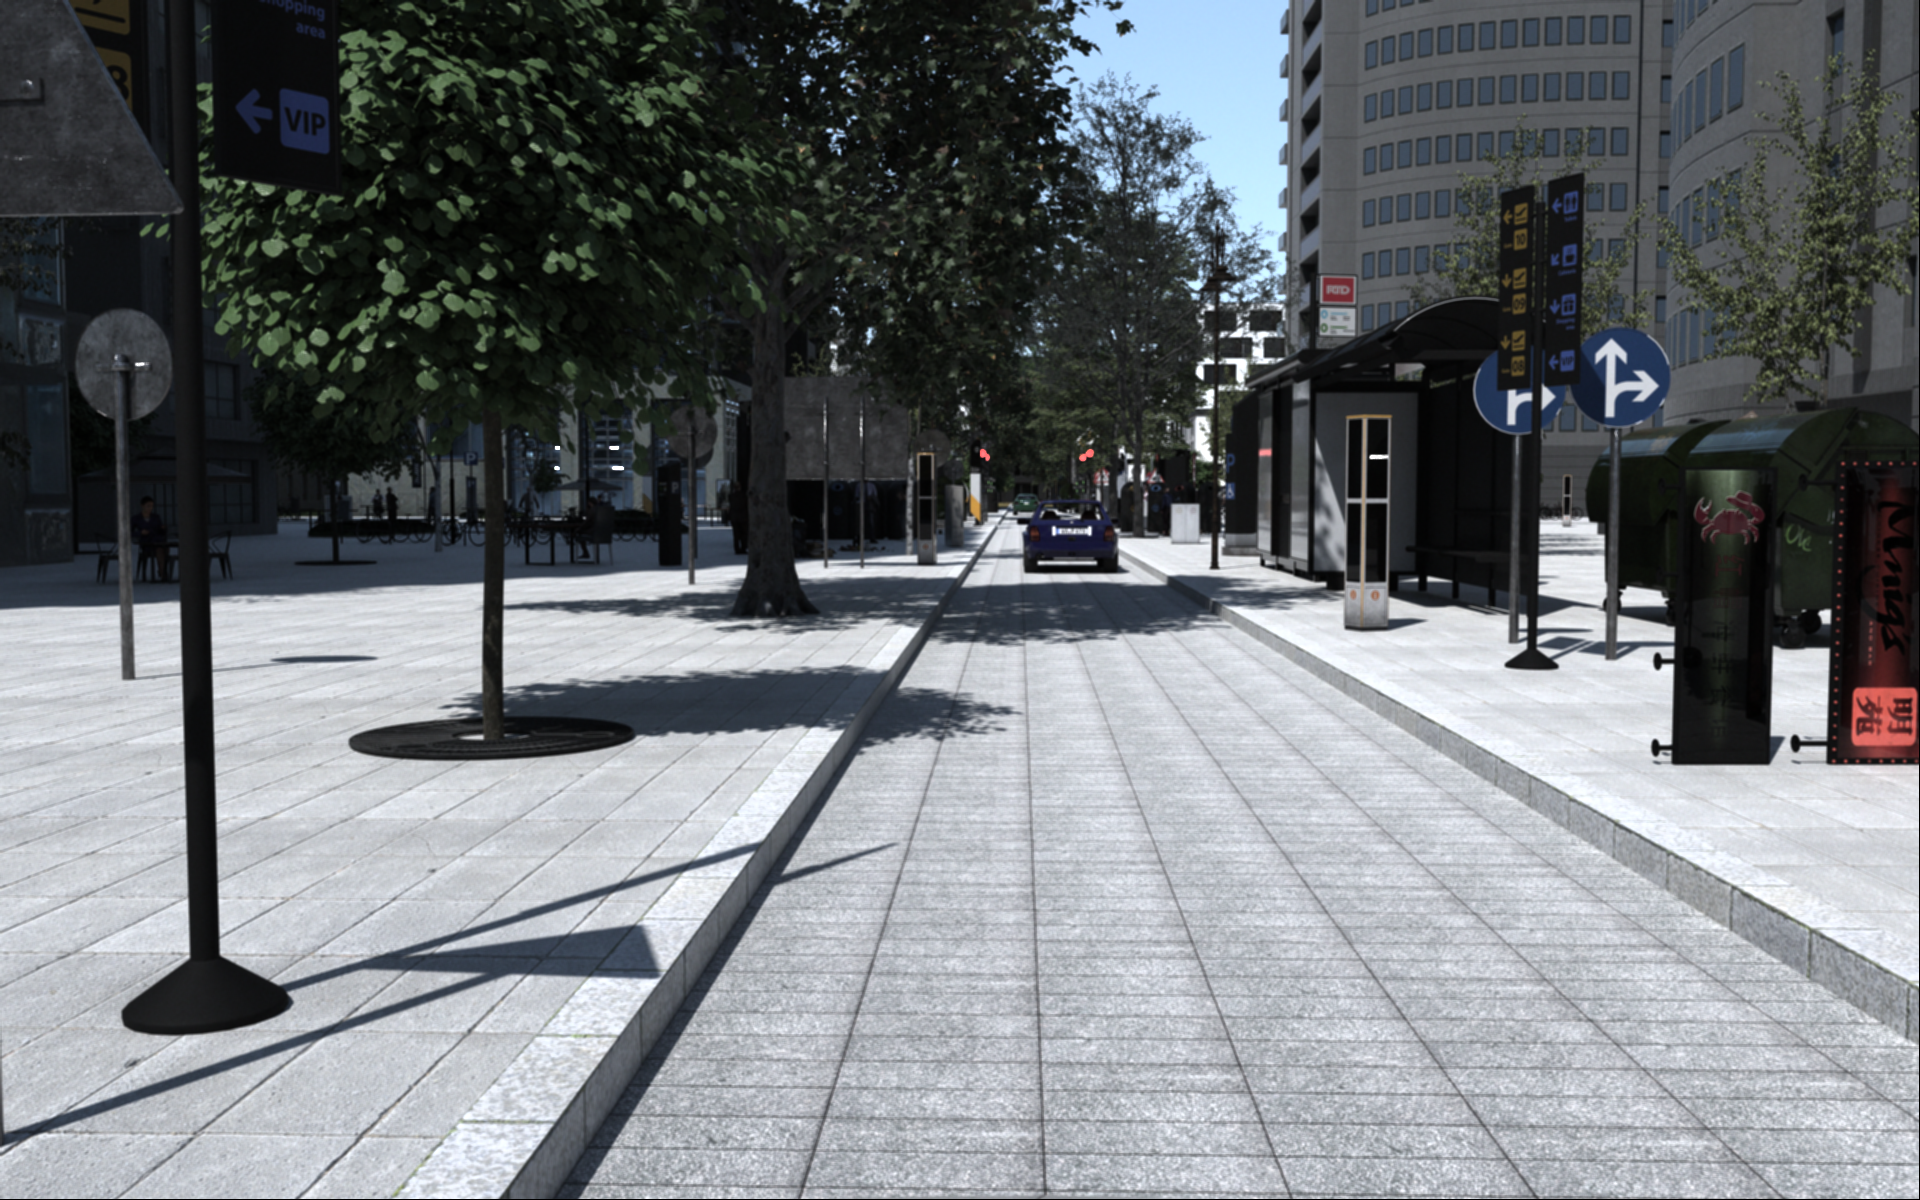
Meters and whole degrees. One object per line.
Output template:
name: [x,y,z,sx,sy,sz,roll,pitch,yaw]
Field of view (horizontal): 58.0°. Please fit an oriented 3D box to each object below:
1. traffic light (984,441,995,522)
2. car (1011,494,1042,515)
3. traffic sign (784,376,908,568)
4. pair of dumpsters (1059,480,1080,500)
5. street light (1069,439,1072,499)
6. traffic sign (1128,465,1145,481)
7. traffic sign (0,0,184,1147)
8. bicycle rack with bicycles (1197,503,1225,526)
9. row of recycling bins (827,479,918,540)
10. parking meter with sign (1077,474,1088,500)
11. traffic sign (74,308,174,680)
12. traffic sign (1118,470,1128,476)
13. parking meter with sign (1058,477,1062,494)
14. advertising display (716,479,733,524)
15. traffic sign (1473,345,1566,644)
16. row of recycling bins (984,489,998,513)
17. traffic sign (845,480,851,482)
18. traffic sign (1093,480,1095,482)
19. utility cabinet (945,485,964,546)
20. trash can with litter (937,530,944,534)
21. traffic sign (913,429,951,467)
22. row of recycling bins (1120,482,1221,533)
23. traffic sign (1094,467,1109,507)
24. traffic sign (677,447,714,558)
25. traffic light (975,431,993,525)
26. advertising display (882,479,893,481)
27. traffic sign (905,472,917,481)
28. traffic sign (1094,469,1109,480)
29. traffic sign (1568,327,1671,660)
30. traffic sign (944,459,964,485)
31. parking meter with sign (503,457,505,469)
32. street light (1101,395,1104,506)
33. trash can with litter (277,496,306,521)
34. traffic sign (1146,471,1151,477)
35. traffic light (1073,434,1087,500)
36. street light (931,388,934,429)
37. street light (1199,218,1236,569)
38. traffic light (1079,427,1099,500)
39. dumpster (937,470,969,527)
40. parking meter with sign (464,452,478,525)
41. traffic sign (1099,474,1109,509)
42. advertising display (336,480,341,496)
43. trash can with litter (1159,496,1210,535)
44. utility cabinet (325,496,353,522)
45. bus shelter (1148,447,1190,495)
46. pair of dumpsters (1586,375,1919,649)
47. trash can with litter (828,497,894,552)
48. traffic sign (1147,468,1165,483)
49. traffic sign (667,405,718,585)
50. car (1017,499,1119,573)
traffic light: [1.228,-5.601,80.492,0.839,4.253,0.868,0,4,2]
car: [4.561,-6.510,118.236,2.131,1.459,4.920,0,4,3]
traffic sign: [-2.012,-2.206,29.946,2.265,3.308,0.079,1,4,10]
pair of dumpsters: [7.567,-7.065,118.011,1.574,2.255,4.437,0,4,2]
street light: [7.230,-8.581,113.093,0.468,5.910,1.993,0,4,2]
traffic sign: [6.098,-3.534,59.906,0.606,2.300,0.079,0,4,6]
traffic sign: [-1.915,-0.203,3.329,0.884,2.594,0.081,0,4,7]
bicycle rack with bicycles: [9.462,-3.423,69.352,2.925,0.926,2.852,-1,4,-9]
row of recycling bins: [-3.010,-2.566,49.073,3.534,1.692,1.069,0,4,5]
parking meter with sign: [8.806,-7.639,121.151,0.543,3.016,1.738,-1,4,-22]
traffic sign: [-5.750,-0.721,11.899,0.768,2.556,0.104,1,4,12]
traffic sign: [8.744,-5.624,92.062,0.768,2.556,0.104,1,4,12]
parking meter with sign: [8.735,-9.393,149.843,0.543,3.016,1.738,1,4,12]
advertising display: [-10.012,-4.185,73.636,0.974,1.923,0.123,3,5,43]
traffic sign: [4.758,-0.899,14.806,0.768,2.556,0.104,0,4,7]
row of recycling bins: [1.997,-6.949,120.725,1.069,1.692,3.534,-1,4,-10]
traffic sign: [-4.384,-4.112,67.330,0.768,2.556,0.104,0,4,6]
traffic sign: [9.580,-7.323,119.831,0.768,2.556,0.104,0,4,4]
utility cabinet: [-0.133,-2.067,42.480,0.318,1.500,1.173,-1,4,-9]
trash can with litter: [-1.214,-2.678,54.836,2.233,1.210,1.678,-1,4,-21]
traffic sign: [-0.559,-2.073,33.994,0.768,2.556,0.104,1,4,10]
row of recycling bins: [7.035,-3.107,57.907,3.534,1.692,1.069,2,4,25]
traffic sign: [6.795,-5.028,82.213,0.884,2.594,0.081,1,4,12]
traffic sign: [-5.287,-2.105,34.519,0.768,2.556,0.104,1,4,9]
traffic light: [0.955,-5.113,72.512,0.839,4.253,0.868,0,4,2]
advertising display: [-3.624,-4.826,84.119,0.974,1.923,0.123,2,4,34]
traffic sign: [-2.422,-5.321,87.002,0.884,2.594,0.081,0,4,3]
traffic sign: [7.076,-5.271,86.287,0.768,2.556,0.104,0,4,7]
traffic sign: [5.039,-0.809,13.330,0.768,2.556,0.104,0,4,5]
traffic sign: [-0.232,-3.853,63.105,0.768,2.556,0.104,1,4,12]
parking meter with sign: [-22.221,-5.283,82.633,0.543,3.016,1.738,-2,4,-31]
street light: [5.898,-6.068,71.995,0.468,5.910,1.993,0,4,2]
trash can with litter: [-32.021,-4.367,82.458,1.678,1.210,2.233,2,4,24]
traffic sign: [10.617,-5.833,95.470,0.768,2.556,0.104,0,4,3]
traffic light: [5.667,-5.592,80.357,0.839,4.253,0.868,0,4,2]
street light: [-0.636,-4.119,40.141,0.468,5.910,1.993,0,4,2]
street light: [4.344,-3.461,29.370,0.468,5.910,1.993,0,4,2]
traffic light: [5.394,-5.104,72.376,0.839,4.253,0.868,0,4,2]
dumpster: [-0.459,-3.805,64.706,1.502,2.255,1.985,0,4,2]
parking meter with sign: [-20.501,-4.680,72.781,0.543,3.016,1.738,-1,4,-13]
traffic sign: [7.054,-5.038,84.500,0.606,2.300,0.079,0,4,7]
advertising display: [-29.466,-4.682,81.765,0.123,1.923,0.974,0,4,2]
trash can with litter: [7.177,-2.688,55.013,2.233,1.210,1.678,-2,4,-31]
utility cabinet: [-25.119,-3.601,70.035,1.020,1.237,0.306,-2,4,-33]
bus shelter: [10.705,-5.965,88.803,1.731,3.624,6.357,0,4,2]
pair of dumpsters: [7.361,-0.840,16.235,1.574,2.255,4.437,0,4,2]
trash can with litter: [-2.179,-1.746,39.597,1.678,1.210,2.233,1,4,9]
traffic sign: [9.583,-5.187,84.809,0.884,2.594,0.081,0,4,4]
traffic sign: [-3.809,-1.493,24.515,0.768,2.556,0.104,1,4,9]
car: [2.057,-1.237,32.810,1.945,1.354,3.894,0,4,2]
